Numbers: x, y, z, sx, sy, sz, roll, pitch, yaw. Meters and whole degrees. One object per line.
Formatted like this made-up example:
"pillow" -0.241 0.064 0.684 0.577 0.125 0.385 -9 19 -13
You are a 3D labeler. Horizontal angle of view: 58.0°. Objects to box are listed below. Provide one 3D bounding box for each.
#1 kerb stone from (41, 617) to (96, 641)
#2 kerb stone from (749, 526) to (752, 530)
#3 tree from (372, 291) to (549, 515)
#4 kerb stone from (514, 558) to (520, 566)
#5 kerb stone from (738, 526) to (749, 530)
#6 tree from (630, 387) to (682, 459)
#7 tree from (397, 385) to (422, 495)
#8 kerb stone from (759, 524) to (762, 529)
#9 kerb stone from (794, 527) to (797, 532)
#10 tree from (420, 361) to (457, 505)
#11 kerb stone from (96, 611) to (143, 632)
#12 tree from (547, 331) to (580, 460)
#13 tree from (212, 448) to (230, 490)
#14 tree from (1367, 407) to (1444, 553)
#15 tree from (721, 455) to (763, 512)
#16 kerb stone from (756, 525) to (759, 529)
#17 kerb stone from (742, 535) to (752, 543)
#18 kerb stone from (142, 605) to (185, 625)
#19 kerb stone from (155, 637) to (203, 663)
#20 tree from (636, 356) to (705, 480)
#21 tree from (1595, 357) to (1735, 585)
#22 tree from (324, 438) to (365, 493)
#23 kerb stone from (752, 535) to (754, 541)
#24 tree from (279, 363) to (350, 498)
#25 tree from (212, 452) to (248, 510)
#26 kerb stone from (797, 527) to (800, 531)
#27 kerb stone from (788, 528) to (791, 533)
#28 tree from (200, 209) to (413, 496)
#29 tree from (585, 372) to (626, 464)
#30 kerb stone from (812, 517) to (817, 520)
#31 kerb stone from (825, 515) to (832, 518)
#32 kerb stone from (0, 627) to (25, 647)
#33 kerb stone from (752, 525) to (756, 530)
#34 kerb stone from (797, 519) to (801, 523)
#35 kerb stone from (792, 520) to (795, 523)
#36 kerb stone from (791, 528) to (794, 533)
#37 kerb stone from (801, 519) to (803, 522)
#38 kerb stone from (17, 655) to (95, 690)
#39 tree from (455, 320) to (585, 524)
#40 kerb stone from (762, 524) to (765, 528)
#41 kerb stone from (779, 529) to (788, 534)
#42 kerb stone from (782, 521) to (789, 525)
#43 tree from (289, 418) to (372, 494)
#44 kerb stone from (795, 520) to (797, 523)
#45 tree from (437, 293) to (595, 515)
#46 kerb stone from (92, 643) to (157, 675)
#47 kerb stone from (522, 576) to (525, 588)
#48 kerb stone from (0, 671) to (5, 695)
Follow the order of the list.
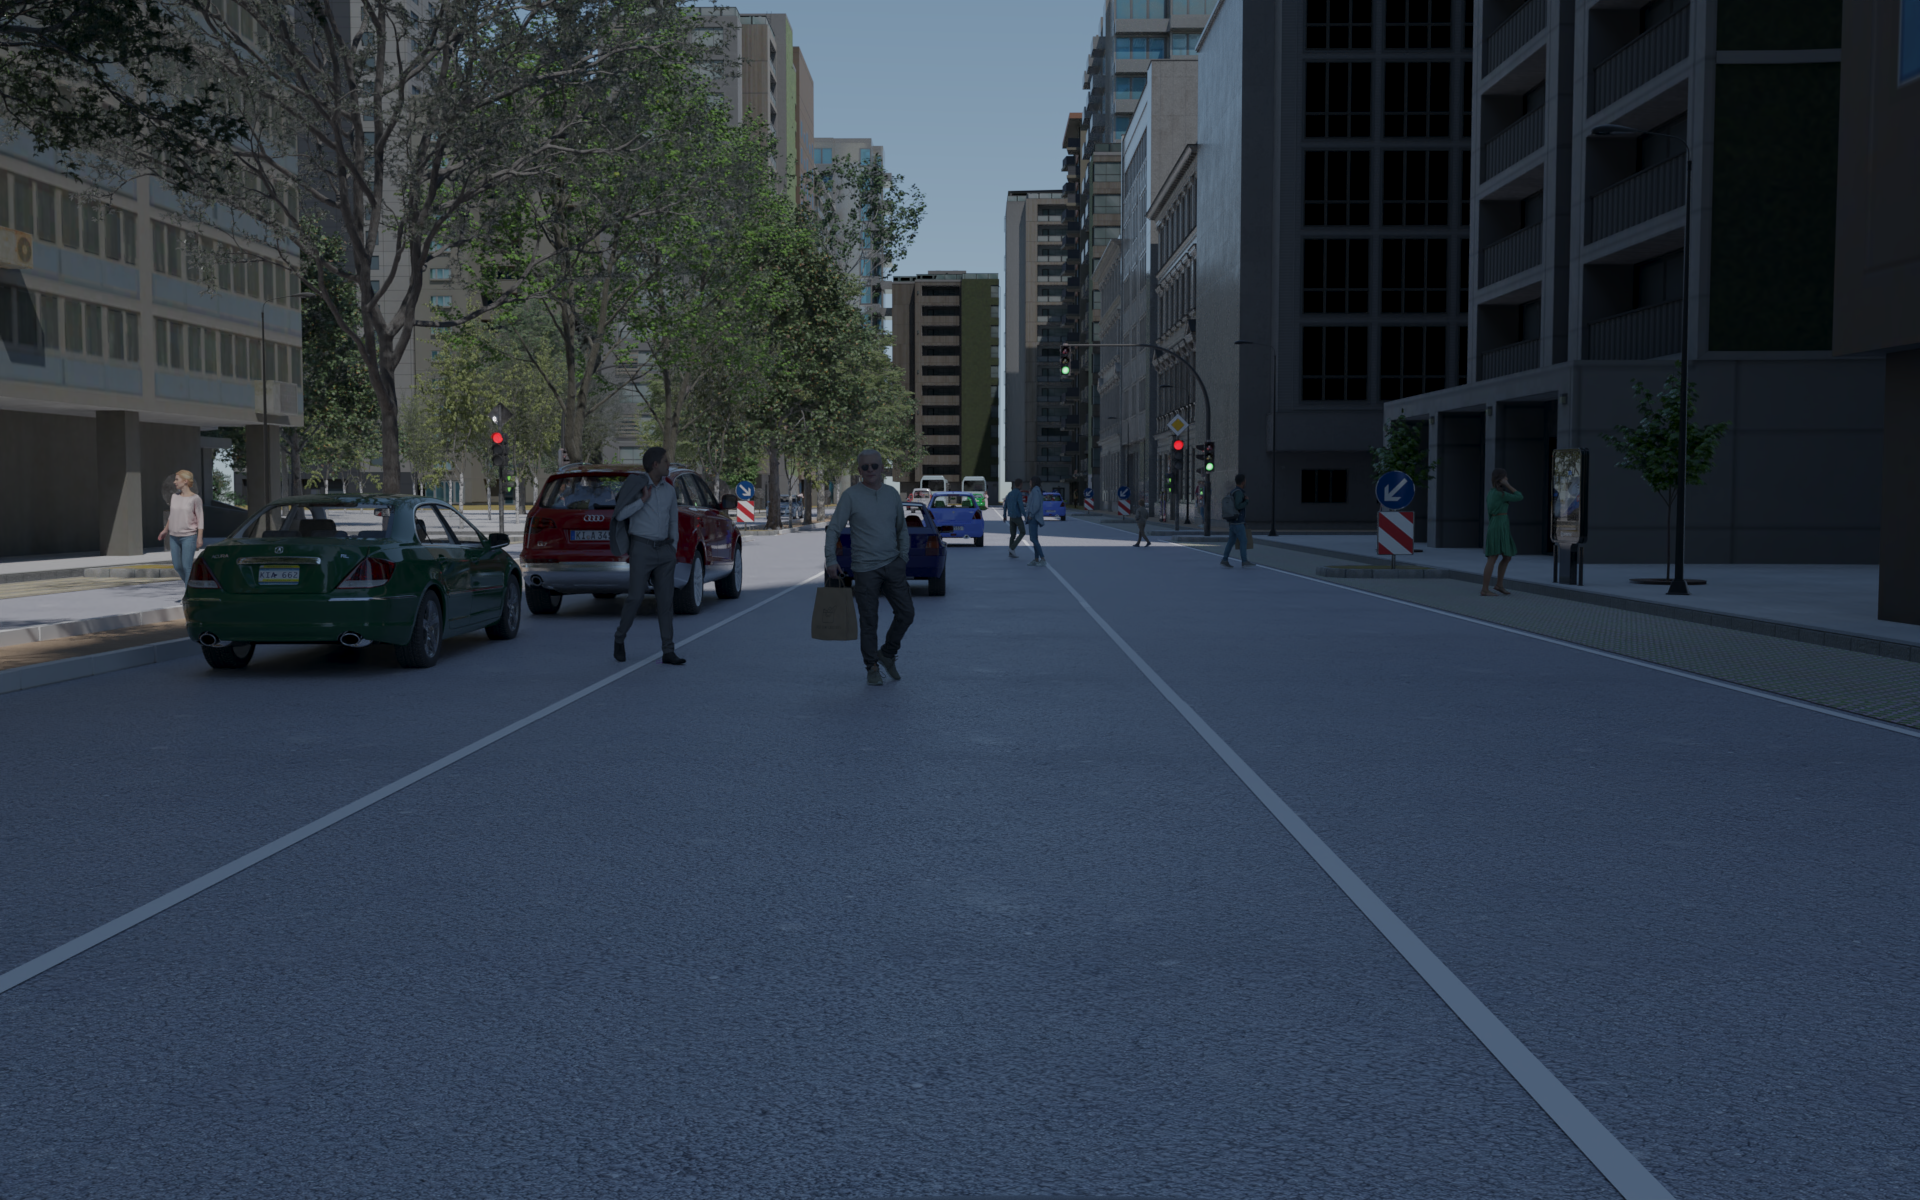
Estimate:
"kerb stone" -8.955 0.303 17.265 0.120 0.150 1.000 0 4 1
"kerb stone" -8.378 -2.797 68.004 0.120 0.150 1.000 0 4 1
"tree" -18.316 -6.929 63.644 4.737 8.622 4.395 0 3 0
"kerb stone" -8.761 -0.766 34.716 0.120 0.150 1.000 0 4 1
"kerb stone" -8.396 -2.739 66.981 0.120 0.150 1.000 0 4 1
"tree" -19.259 -9.944 112.939 4.737 8.622 4.395 0 3 0
"tree" -28.082 -8.894 95.783 4.360 8.622 3.978 0 3 0
"kerb stone" -8.348 -2.989 71.081 0.120 0.150 1.000 0 4 1
"kerb stone" -6.325 -2.611 64.914 0.120 0.150 1.000 0 4 1
"tree" -23.201 -8.195 84.343 4.360 8.622 3.978 0 3 0
"kerb stone" -8.957 0.242 18.290 0.120 0.150 1.000 0 4 1
"tree" -19.375 -7.868 79.003 4.737 8.622 4.395 0 3 0
"tree" -40.077 -8.620 91.305 4.360 8.622 3.978 0 3 0
"tree" 9.882 -2.676 38.360 1.663 3.219 1.824 0 3 0
"tree" -15.758 -8.584 124.057 4.285 4.588 4.351 0 3 0
"kerb stone" -8.352 -2.924 70.052 0.120 0.150 1.000 0 4 1
"kerb stone" -6.466 -1.829 52.093 0.120 0.150 1.000 0 4 1
"kerb stone" -8.942 0.176 19.314 0.120 0.150 1.000 0 4 1
"kerb stone" -6.873 0.428 15.200 0.120 0.150 1.000 0 4 1
"tree" -15.906 -11.421 104.853 7.486 12.596 7.792 0 3 0
"tree" 10.194 -1.836 24.622 1.663 3.219 1.824 0 3 0
"tree" -41.946 -10.232 117.649 4.360 8.622 3.978 0 3 0
"kerb stone" -6.453 -1.892 53.123 0.120 0.150 1.000 0 4 1
"tree" -38.779 -11.065 99.034 7.486 12.596 7.792 0 3 0
"tree" -59.002 -13.493 122.432 18.604 14.587 13.155 0 4 -6
"kerb stone" -6.305 -2.675 65.936 0.120 0.150 1.000 0 4 1
"kerb stone" -6.338 -2.488 62.867 0.120 0.150 1.000 0 4 1
"tree" -26.546 -9.279 68.726 9.611 12.733 9.660 0 3 0
"tree" -21.251 -9.052 98.369 4.360 8.622 3.978 0 3 0
"kerb stone" -8.044 -4.553 96.678 0.120 0.150 1.000 0 4 1
"kerb stone" -7.958 -5.057 104.883 0.120 0.150 1.000 0 4 1
"kerb stone" -8.974 0.364 16.244 0.120 0.150 1.000 0 4 1
"kerb stone" -8.367 -2.864 69.025 0.120 0.150 1.000 0 4 1
"kerb stone" -8.174 -3.930 86.447 0.120 0.150 1.000 0 4 1
"kerb stone" -8.195 -3.742 83.379 0.120 0.150 1.000 0 4 1
"kerb stone" -6.327 -2.549 63.889 0.120 0.150 1.000 0 4 1
"kerb stone" -8.162 -3.992 87.469 0.120 0.150 1.000 0 4 1
"kerb stone" -6.909 0.553 13.152 0.120 0.150 1.000 0 4 1
"tree" -18.767 -7.572 74.157 4.360 8.622 3.978 0 3 0
"kerb stone" -8.333 -3.053 72.104 0.120 0.150 1.000 0 4 1
"kerb stone" -6.356 -2.418 61.839 0.120 0.150 1.000 0 4 1
"kerb stone" -8.217 -3.679 82.354 0.120 0.150 1.000 0 4 1
"tree" -33.884 -8.651 91.799 4.737 8.622 4.395 0 3 0
"kerb stone" -8.192 -3.803 84.401 0.120 0.150 1.000 0 4 1
"tree" -27.451 -12.310 107.922 9.857 13.997 8.962 0 3 0
"kerb stone" -6.893 0.494 14.174 0.120 0.150 1.000 0 4 1
"kerb stone" -6.741 -0.322 27.503 0.120 0.150 1.000 0 4 1
"kerb stone" -6.921 0.620 12.130 0.120 0.150 1.000 0 4 1
